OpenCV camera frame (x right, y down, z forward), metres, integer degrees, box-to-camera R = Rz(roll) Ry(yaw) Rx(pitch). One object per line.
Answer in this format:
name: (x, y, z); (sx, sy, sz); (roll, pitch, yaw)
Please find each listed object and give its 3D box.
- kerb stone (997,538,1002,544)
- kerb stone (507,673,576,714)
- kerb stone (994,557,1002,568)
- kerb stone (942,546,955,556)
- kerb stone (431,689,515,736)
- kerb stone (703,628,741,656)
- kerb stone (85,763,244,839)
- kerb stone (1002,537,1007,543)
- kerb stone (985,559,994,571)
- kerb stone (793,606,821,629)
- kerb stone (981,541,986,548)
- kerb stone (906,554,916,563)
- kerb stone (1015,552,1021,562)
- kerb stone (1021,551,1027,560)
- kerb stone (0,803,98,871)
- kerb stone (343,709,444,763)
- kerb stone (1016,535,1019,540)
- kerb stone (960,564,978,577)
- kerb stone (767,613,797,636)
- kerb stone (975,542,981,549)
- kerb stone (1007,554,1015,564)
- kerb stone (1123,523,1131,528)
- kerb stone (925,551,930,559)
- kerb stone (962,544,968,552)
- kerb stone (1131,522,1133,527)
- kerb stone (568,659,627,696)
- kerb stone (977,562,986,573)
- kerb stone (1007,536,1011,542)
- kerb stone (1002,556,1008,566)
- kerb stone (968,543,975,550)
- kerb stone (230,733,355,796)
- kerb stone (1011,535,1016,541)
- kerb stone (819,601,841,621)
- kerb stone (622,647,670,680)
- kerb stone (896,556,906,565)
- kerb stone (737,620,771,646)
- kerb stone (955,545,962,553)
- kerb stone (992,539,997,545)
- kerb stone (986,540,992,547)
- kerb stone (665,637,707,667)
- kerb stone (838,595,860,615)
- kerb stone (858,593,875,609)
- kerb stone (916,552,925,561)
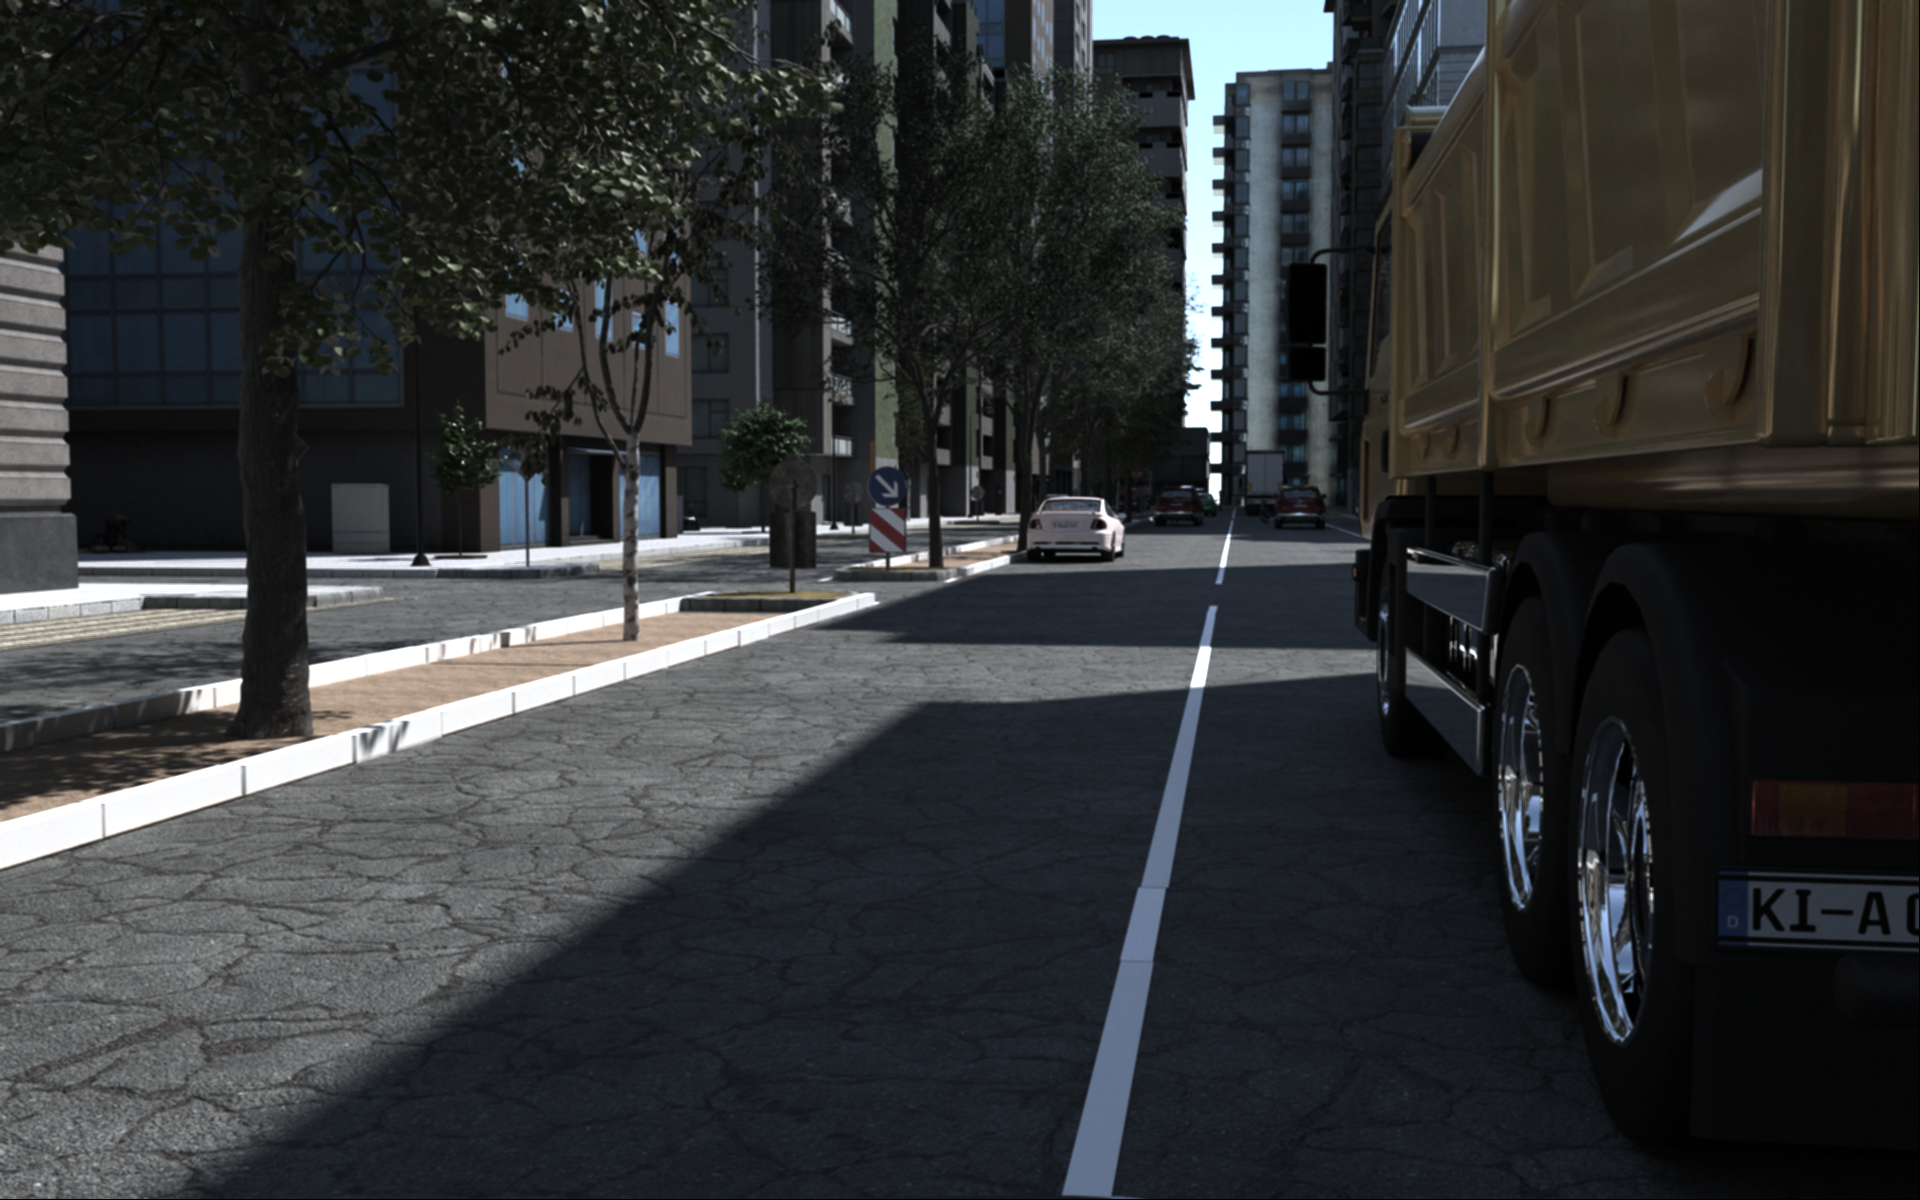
kerb stone: (0.985, -1.636, 49.006); (0.120, 0.150, 1.000); (1, 4, 9)
kerb stone: (-2.872, 0.639, 11.754); (0.120, 0.150, 1.000); (1, 4, 9)
kerb stone: (0.628, -0.691, 33.516); (0.120, 0.150, 1.000); (1, 4, 9)
kerb stone: (-0.312, -1.145, 40.927); (0.120, 0.150, 1.000); (1, 4, 9)
kerb stone: (-3.040, 0.701, 10.740); (0.120, 0.150, 1.000); (1, 4, 9)
kerb stone: (-2.226, 0.393, 15.814); (0.120, 0.150, 1.000); (1, 4, 9)
kerb stone: (-3.531, 0.887, 7.695); (0.120, 0.150, 1.000); (1, 4, 9)
kerb stone: (1.149, -1.698, 50.015); (0.120, 0.150, 1.000); (1, 4, 9)
kerb stone: (0.457, -0.631, 32.508); (0.120, 0.150, 1.000); (1, 4, 9)
kerb stone: (-1.725, 0.204, 18.865); (0.120, 0.150, 1.000); (1, 4, 9)
kerb stone: (0.504, -1.455, 45.976); (0.120, 0.150, 1.000); (1, 4, 9)
kerb stone: (-1.118, -0.836, 35.871); (0.120, 0.150, 1.000); (1, 4, 9)
kerb stone: (1.108, -0.877, 36.557); (0.120, 0.150, 1.000); (1, 4, 9)
kerb stone: (1.275, -0.940, 37.566); (0.120, 0.150, 1.000); (1, 4, 9)
kerb stone: (-3.689, 0.949, 6.686); (0.120, 0.150, 1.000); (1, 4, 9)
kerb stone: (-3.192, 0.763, 9.720); (0.120, 0.150, 1.000); (1, 4, 9)
kerb stone: (1.635, -1.887, 53.054); (0.120, 0.150, 1.000); (1, 4, 9)
kerb stone: (0.140, -0.505, 30.480); (0.120, 0.150, 1.000); (1, 4, 9)
kerb stone: (-1.891, 0.267, 17.839); (0.120, 0.150, 1.000); (1, 4, 9)
kerb stone: (0.338, -1.393, 44.967); (0.120, 0.150, 1.000); (1, 4, 9)
kerb stone: (0.950, -0.816, 35.544); (0.120, 0.150, 1.000); (1, 4, 9)
kerb stone: (7.130, -3.169, 74.016); (0.120, 0.150, 1.000); (1, 4, 9)
kerb stone: (-0.800, -0.960, 37.894); (0.120, 0.150, 1.000); (1, 4, 9)
kerb stone: (0.011, -1.269, 42.946); (0.120, 0.150, 1.000); (1, 4, 9)
kerb stone: (7.300, -3.231, 75.029); (0.120, 0.150, 1.000); (1, 4, 9)
kerb stone: (-2.708, 0.577, 12.768); (0.120, 0.150, 1.000); (1, 4, 9)
kerb stone: (0.293, -0.568, 31.490); (0.120, 0.150, 1.000); (1, 4, 9)
kerb stone: (1.310, -1.763, 51.024); (0.120, 0.150, 1.000); (1, 4, 9)
kerb stone: (0.784, -0.754, 34.531); (0.120, 0.150, 1.000); (1, 4, 9)
kerb stone: (0.182, -1.329, 43.957); (0.120, 0.150, 1.000); (1, 4, 9)
kerb stone: (-3.361, 0.826, 8.703); (0.120, 0.150, 1.000); (1, 4, 9)
kerb stone: (1.482, -1.824, 52.032); (0.120, 0.150, 1.000); (1, 4, 9)
kerb stone: (-1.563, 0.141, 19.882); (0.120, 0.150, 1.000); (1, 4, 9)
kerb stone: (-2.545, 0.517, 13.777); (0.120, 0.150, 1.000); (1, 4, 9)
kerb stone: (-1.283, -0.774, 34.858); (0.120, 0.150, 1.000); (1, 4, 9)
kerb stone: (-2.052, 0.328, 16.826); (0.120, 0.150, 1.000); (1, 4, 9)
kerb stone: (-0.146, -1.207, 41.936); (0.120, 0.150, 1.000); (1, 4, 9)
kerb stone: (0.827, -1.578, 47.995); (0.120, 0.150, 1.000); (1, 4, 9)
kerb stone: (0.667, -1.513, 46.986); (0.120, 0.150, 1.000); (1, 4, 9)
kerb stone: (-2.389, 0.453, 14.794); (0.120, 0.150, 1.000); (1, 4, 9)
kerb stone: (-1.407, 0.080, 20.894); (0.120, 0.150, 1.000); (1, 4, 9)
kerb stone: (-1.239, 0.018, 21.906); (0.120, 0.150, 1.000); (1, 4, 9)
kerb stone: (-0.956, -0.898, 36.884); (0.120, 0.150, 1.000); (1, 4, 9)
